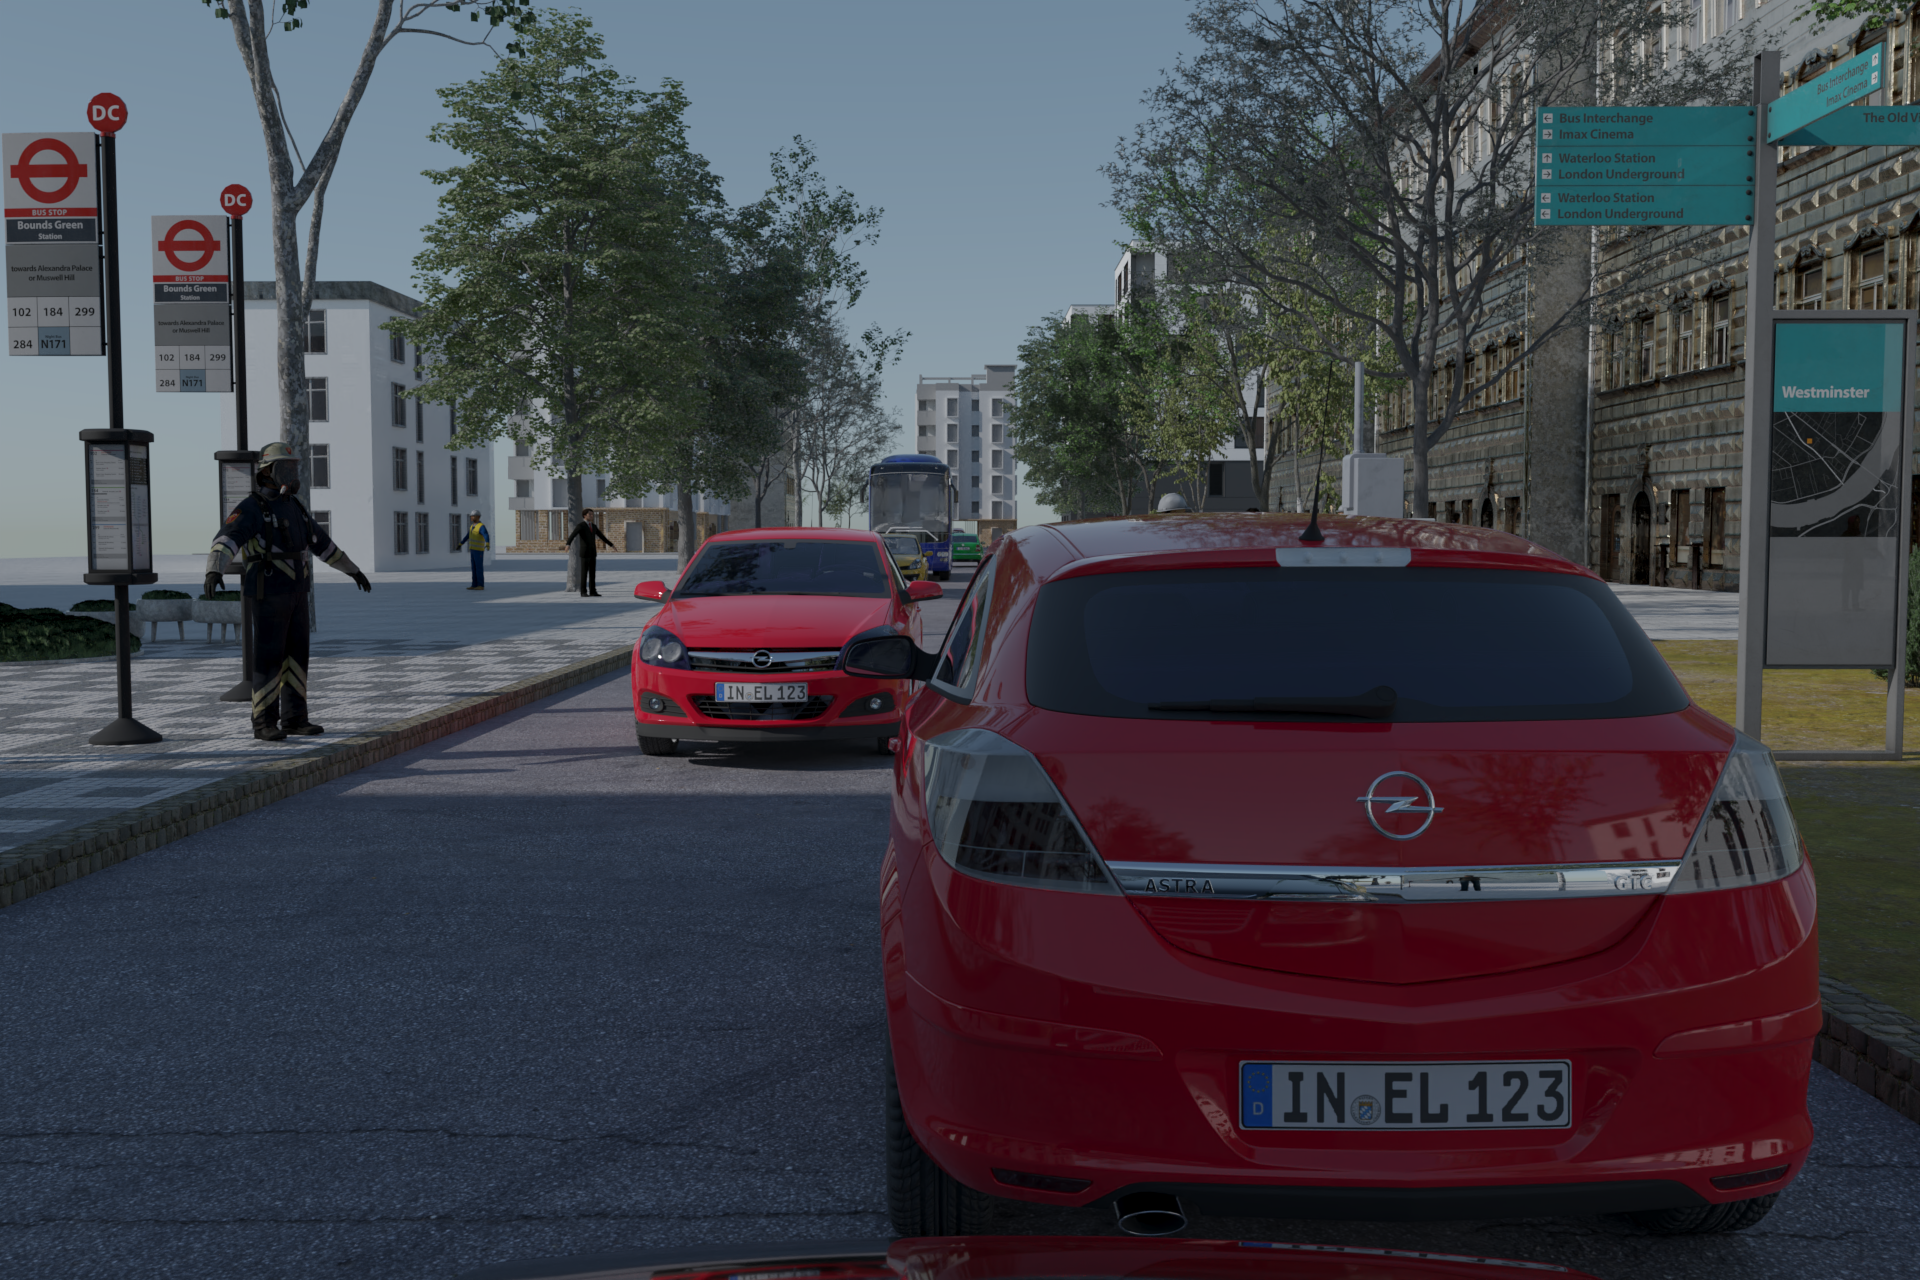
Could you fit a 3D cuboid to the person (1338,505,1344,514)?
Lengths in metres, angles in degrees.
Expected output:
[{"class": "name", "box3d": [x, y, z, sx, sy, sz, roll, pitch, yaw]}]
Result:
[{"class": "person", "box3d": [7.379, -1.685, 33.404, 0.705, 1.847, 1.347, 0, 4, 8]}]

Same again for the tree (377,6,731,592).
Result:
[{"class": "tree", "box3d": [-8.852, -7.356, 38.394, 7.486, 12.596, 7.792, 0, 3, 0]}]

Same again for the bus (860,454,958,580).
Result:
[{"class": "bus", "box3d": [-1.488, -3.991, 56.807, 2.896, 3.916, 12.251, 0, 3, 0]}]

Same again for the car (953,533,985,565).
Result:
[{"class": "car", "box3d": [0.146, -4.127, 76.273, 1.959, 1.807, 4.718, 0, 4, 0]}]

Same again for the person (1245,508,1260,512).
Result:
[{"class": "person", "box3d": [6.024, -1.817, 35.850, 1.345, 1.843, 0.704, -3, 5, -42]}]

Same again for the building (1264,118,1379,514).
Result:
[{"class": "building", "box3d": [24.204, -14.957, 75.482, 19.493, 23.208, 18.063, 0, 3, 0]}]

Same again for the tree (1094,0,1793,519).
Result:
[{"class": "tree", "box3d": [7.136, -7.085, 26.204, 12.009, 13.543, 11.850, 0, 3, 0]}]

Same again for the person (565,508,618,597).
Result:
[{"class": "person", "box3d": [-7.571, -1.785, 35.374, 0.705, 1.806, 1.347, 3, 4, 37]}]

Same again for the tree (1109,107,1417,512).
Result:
[{"class": "tree", "box3d": [7.499, -7.166, 42.924, 9.928, 11.665, 9.643, 0, 3, 0]}]

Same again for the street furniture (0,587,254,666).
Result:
[{"class": "street furniture", "box3d": [-12.845, -0.287, 20.322, 10.072, 0.657, 5.734, 2, 4, 28]}]

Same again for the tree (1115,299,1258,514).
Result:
[{"class": "tree", "box3d": [7.157, -6.255, 52.629, 4.737, 8.622, 4.395, 0, 3, 0]}]

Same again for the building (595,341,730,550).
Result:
[{"class": "building", "box3d": [-25.671, -17.524, 142.936, 16.016, 20.090, 11.380, 0, 4, 0]}]

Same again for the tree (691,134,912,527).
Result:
[{"class": "tree", "box3d": [-8.733, -14.009, 84.936, 12.611, 20.169, 13.585, 0, 3, 0]}]

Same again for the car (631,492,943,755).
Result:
[{"class": "car", "box3d": [-1.197, -0.216, 12.569, 2.155, 1.783, 4.494, 0, 3, 0]}]

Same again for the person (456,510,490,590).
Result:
[{"class": "person", "box3d": [-11.108, -2.064, 39.719, 1.349, 1.833, 0.705, 3, 5, 44]}]

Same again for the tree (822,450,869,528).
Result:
[{"class": "tree", "box3d": [-12.038, -15.725, 191.521, 7.601, 10.594, 8.767, 0, 4, -8]}]

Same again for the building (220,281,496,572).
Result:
[{"class": "building", "box3d": [-23.847, -7.921, 71.661, 9.099, 9.664, 28.070, 0, 4, 1]}]

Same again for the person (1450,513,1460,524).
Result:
[{"class": "person", "box3d": [10.702, -1.866, 37.228, 0.721, 1.740, 1.216, -2, 4, -34]}]

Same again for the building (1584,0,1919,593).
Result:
[{"class": "building", "box3d": [26.064, -12.606, 37.038, 19.493, 23.208, 18.063, 0, 4, 1]}]

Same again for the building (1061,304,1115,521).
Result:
[{"class": "building", "box3d": [23.774, -19.977, 170.597, 27.936, 21.610, 32.646, 0, 3, 0]}]

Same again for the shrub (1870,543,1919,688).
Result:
[{"class": "shrub", "box3d": [8.032, -0.207, 14.499, 1.383, 1.207, 1.383, 0, 3, 0]}]

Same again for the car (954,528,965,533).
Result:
[{"class": "car", "box3d": [-0.498, -5.995, 106.692, 2.281, 1.827, 5.304, 0, 4, -1]}]

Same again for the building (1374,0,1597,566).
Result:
[{"class": "building", "box3d": [24.738, -13.728, 55.378, 19.493, 23.208, 18.063, 0, 4, 1]}]

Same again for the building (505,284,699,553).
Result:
[{"class": "building", "box3d": [-25.216, -16.125, 120.069, 16.016, 20.090, 11.380, 0, 4, 1]}]

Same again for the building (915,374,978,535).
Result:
[{"class": "building", "box3d": [-4.692, -20.687, 197.112, 11.380, 20.090, 16.016, 0, 4, -5]}]

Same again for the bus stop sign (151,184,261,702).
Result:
[{"class": "bus stop sign", "box3d": [-5.733, -1.505, 13.304, 0.855, 3.939, 0.416, 0, 4, -1]}]

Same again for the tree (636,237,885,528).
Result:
[{"class": "tree", "box3d": [-8.135, -9.756, 69.885, 12.009, 13.543, 11.850, 0, 3, 0]}]

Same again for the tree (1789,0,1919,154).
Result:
[{"class": "tree", "box3d": [11.175, -5.453, 14.916, 9.928, 11.665, 9.643, 0, 3, 0]}]

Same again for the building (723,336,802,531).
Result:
[{"class": "building", "box3d": [-25.576, -20.705, 169.458, 19.493, 23.208, 18.063, 0, 4, -1]}]

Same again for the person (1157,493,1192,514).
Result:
[{"class": "person", "box3d": [1.873, -0.344, 14.547, 0.721, 1.772, 1.216, -1, 4, -15]}]

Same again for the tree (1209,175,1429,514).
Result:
[{"class": "tree", "box3d": [7.231, -5.202, 35.416, 4.737, 8.622, 4.395, 0, 3, 0]}]

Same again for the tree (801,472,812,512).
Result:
[{"class": "tree", "box3d": [-18.122, -14.943, 194.680, 4.360, 8.622, 3.978, 0, 3, 0]}]

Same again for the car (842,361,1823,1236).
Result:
[{"class": "car", "box3d": [0.710, 0.245, 5.032, 2.155, 1.783, 4.494, 0, 4, -1]}]

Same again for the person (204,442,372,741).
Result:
[{"class": "person", "box3d": [-4.255, -0.312, 10.885, 0.705, 1.856, 1.354, 1, 4, 23]}]

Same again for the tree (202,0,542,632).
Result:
[{"class": "tree", "box3d": [-7.334, -10.120, 21.345, 12.611, 20.169, 13.585, 0, 3, 0]}]

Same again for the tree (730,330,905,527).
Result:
[{"class": "tree", "box3d": [-8.021, -11.609, 100.173, 12.009, 13.543, 11.850, 0, 3, 0]}]

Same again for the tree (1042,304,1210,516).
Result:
[{"class": "tree", "box3d": [7.488, -9.302, 77.840, 9.928, 11.665, 9.643, 0, 3, 0]}]

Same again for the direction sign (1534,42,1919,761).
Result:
[{"class": "direction sign", "box3d": [4.468, -1.248, 9.168, 2.525, 3.948, 1.411, 0, 4, 1]}]

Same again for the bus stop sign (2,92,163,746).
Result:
[{"class": "bus stop sign", "box3d": [-5.372, -1.338, 10.583, 0.855, 3.939, 0.416, 0, 4, 1]}]

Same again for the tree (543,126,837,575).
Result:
[{"class": "tree", "box3d": [-8.656, -9.042, 54.495, 9.857, 13.997, 8.962, 0, 3, 0]}]

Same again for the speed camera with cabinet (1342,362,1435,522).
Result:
[{"class": "speed camera with cabinet", "box3d": [4.788, -1.529, 19.333, 0.660, 3.252, 2.038, 0, 4, 0]}]

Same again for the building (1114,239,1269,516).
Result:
[{"class": "building", "box3d": [25.890, -17.894, 136.535, 27.936, 21.610, 32.646, 0, 4, 0]}]

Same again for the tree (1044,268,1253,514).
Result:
[{"class": "tree", "box3d": [6.647, -7.791, 61.791, 8.767, 10.594, 7.601, 2, 4, 25]}]

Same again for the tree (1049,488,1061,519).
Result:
[{"class": "tree", "box3d": [12.496, -14.988, 195.421, 4.360, 8.622, 3.978, 0, 3, 0]}]

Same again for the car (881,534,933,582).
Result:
[{"class": "car", "box3d": [-1.670, -2.014, 43.150, 2.015, 1.641, 3.980, 0, 4, 0]}]

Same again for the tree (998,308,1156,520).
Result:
[{"class": "tree", "box3d": [6.931, -11.665, 97.386, 9.857, 13.997, 8.962, 0, 3, 0]}]

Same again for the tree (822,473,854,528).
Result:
[{"class": "tree", "box3d": [-14.030, -15.218, 199.183, 4.737, 8.622, 4.395, 0, 3, 0]}]
